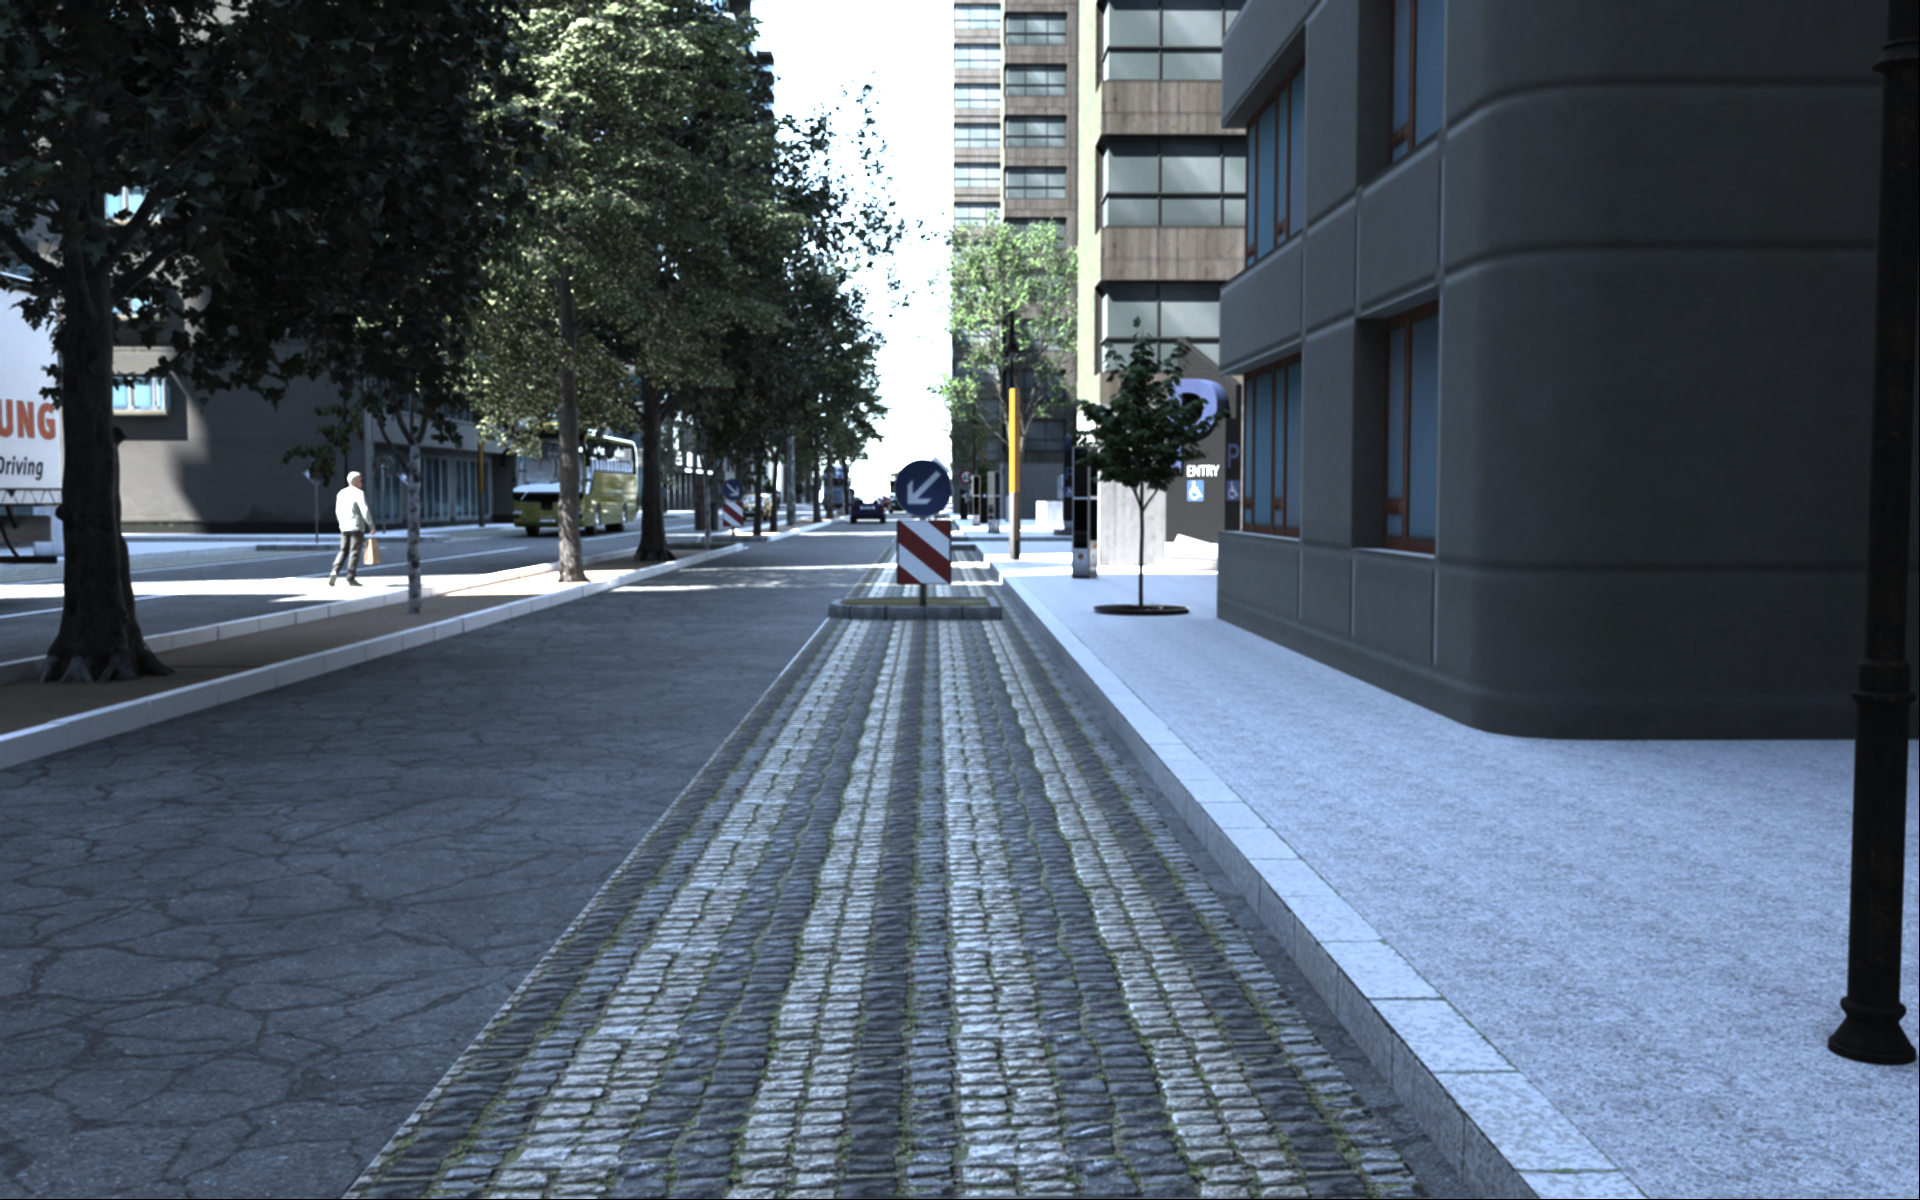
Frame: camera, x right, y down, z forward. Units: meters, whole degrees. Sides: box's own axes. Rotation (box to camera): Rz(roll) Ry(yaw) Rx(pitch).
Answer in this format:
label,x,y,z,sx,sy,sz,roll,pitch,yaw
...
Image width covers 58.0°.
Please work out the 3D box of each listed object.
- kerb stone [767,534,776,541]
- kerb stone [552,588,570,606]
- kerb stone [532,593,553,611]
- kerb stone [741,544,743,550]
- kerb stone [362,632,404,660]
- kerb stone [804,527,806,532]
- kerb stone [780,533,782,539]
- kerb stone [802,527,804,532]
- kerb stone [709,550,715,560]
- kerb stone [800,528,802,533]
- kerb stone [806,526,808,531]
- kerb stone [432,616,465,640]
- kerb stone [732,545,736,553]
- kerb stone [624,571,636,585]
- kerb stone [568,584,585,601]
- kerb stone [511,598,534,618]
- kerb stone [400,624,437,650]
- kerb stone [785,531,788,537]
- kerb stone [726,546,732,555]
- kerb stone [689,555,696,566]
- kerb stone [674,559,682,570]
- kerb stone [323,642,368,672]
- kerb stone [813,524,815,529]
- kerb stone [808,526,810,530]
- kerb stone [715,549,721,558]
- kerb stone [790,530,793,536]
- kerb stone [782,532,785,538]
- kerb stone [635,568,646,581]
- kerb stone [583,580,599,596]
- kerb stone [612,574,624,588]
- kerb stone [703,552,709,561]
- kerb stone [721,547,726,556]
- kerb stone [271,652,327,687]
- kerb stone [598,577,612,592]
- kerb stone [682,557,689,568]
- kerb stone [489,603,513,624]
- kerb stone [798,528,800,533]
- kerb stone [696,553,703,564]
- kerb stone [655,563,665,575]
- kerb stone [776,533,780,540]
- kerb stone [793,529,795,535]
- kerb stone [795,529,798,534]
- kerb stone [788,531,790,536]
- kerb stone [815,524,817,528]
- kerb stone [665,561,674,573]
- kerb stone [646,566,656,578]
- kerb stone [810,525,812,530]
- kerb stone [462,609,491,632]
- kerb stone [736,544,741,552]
label,x,y,z,sx,sy,sz,roll,pitch,yaw
kerb stone,-5.780,-1.873,52.825,0.120,0.150,1.000,0,4,-1
kerb stone,-5.280,-0.015,22.545,0.120,0.150,1.000,0,4,-1
kerb stone,-5.262,0.044,21.521,0.120,0.150,1.000,0,4,-1
kerb stone,-5.632,-1.338,44.065,0.120,0.150,1.000,0,4,-1
kerb stone,-5.169,0.422,15.376,0.120,0.150,1.000,0,4,-1
kerb stone,-5.980,-2.625,65.117,0.120,0.150,1.000,0,4,-1
kerb stone,-5.809,-1.998,54.870,0.120,0.150,1.000,0,4,-1
kerb stone,-5.965,-2.556,64.091,0.120,0.150,1.000,0,4,-1
kerb stone,-5.532,-0.961,37.916,0.120,0.150,1.000,0,4,-1
kerb stone,-5.949,-2.500,63.066,0.120,0.150,1.000,0,4,-1
kerb stone,-5.993,-2.684,66.143,0.120,0.150,1.000,0,4,-1
kerb stone,-5.201,0.298,17.424,0.120,0.150,1.000,0,4,-1
kerb stone,-5.607,-1.209,42.016,0.120,0.150,1.000,0,4,-1
kerb stone,-5.366,-0.329,27.666,0.120,0.150,1.000,0,4,-1
kerb stone,-5.303,-0.078,23.570,0.120,0.150,1.000,0,4,-1
kerb stone,-5.249,0.104,20.498,0.120,0.150,1.000,0,4,-1
kerb stone,-5.185,0.359,16.398,0.120,0.150,1.000,0,4,-1
kerb stone,-5.853,-2.121,56.929,0.120,0.150,1.000,0,4,-1
kerb stone,-5.583,-1.148,40.994,0.120,0.150,1.000,0,4,-1
kerb stone,-5.486,-0.770,34.841,0.120,0.150,1.000,0,4,-1
kerb stone,-5.450,-0.644,32.791,0.120,0.150,1.000,0,4,-1
kerb stone,-5.150,0.483,14.353,0.120,0.150,1.000,0,4,-1
kerb stone,-6.063,-2.928,70.233,0.120,0.150,1.000,0,4,-1
kerb stone,-6.013,-2.750,67.166,0.120,0.150,1.000,0,4,-1
kerb stone,-5.545,-1.024,38.942,0.120,0.150,1.000,0,4,-1
kerb stone,-5.876,-2.243,58.977,0.120,0.150,1.000,0,4,-1
kerb stone,-5.827,-2.061,55.892,0.120,0.150,1.000,0,4,-1
kerb stone,-5.387,-0.397,28.691,0.120,0.150,1.000,0,4,-1
kerb stone,-5.313,-0.147,24.595,0.120,0.150,1.000,0,4,-1
kerb stone,-5.352,-0.272,26.639,0.120,0.150,1.000,0,4,-1
kerb stone,-5.523,-0.899,36.888,0.120,0.150,1.000,0,4,-1
kerb stone,-5.571,-1.087,39.964,0.120,0.150,1.000,0,4,-1
kerb stone,-5.131,0.543,13.325,0.120,0.150,1.000,0,4,-1
kerb stone,-5.343,-0.209,25.617,0.120,0.150,1.000,0,4,-1
kerb stone,-5.467,-0.711,33.813,0.120,0.150,1.000,0,4,-1
kerb stone,-5.234,0.170,19.475,0.120,0.150,1.000,0,4,-1
kerb stone,-5.929,-2.437,62.044,0.120,0.150,1.000,0,4,-1
kerb stone,-5.499,-0.836,35.863,0.120,0.150,1.000,0,4,-1
kerb stone,-5.417,-0.521,30.735,0.120,0.150,1.000,0,4,-1
kerb stone,-5.793,-1.936,53.848,0.120,0.150,1.000,0,4,-1
kerb stone,-5.896,-2.312,59.999,0.120,0.150,1.000,0,4,-1
kerb stone,-5.912,-2.375,61.021,0.120,0.150,1.000,0,4,-1
kerb stone,-5.864,-2.187,57.952,0.120,0.150,1.000,0,4,-1
kerb stone,-6.077,-3.001,71.255,0.120,0.150,1.000,0,4,-1
kerb stone,-5.431,-0.583,31.761,0.120,0.150,1.000,0,4,-1
kerb stone,-5.403,-0.460,29.713,0.120,0.150,1.000,0,4,-1
kerb stone,-6.029,-2.811,68.189,0.120,0.150,1.000,0,4,-1
kerb stone,-5.210,0.230,18.446,0.120,0.150,1.000,0,4,-1
kerb stone,-5.613,-1.275,43.043,0.120,0.150,1.000,0,4,-1
